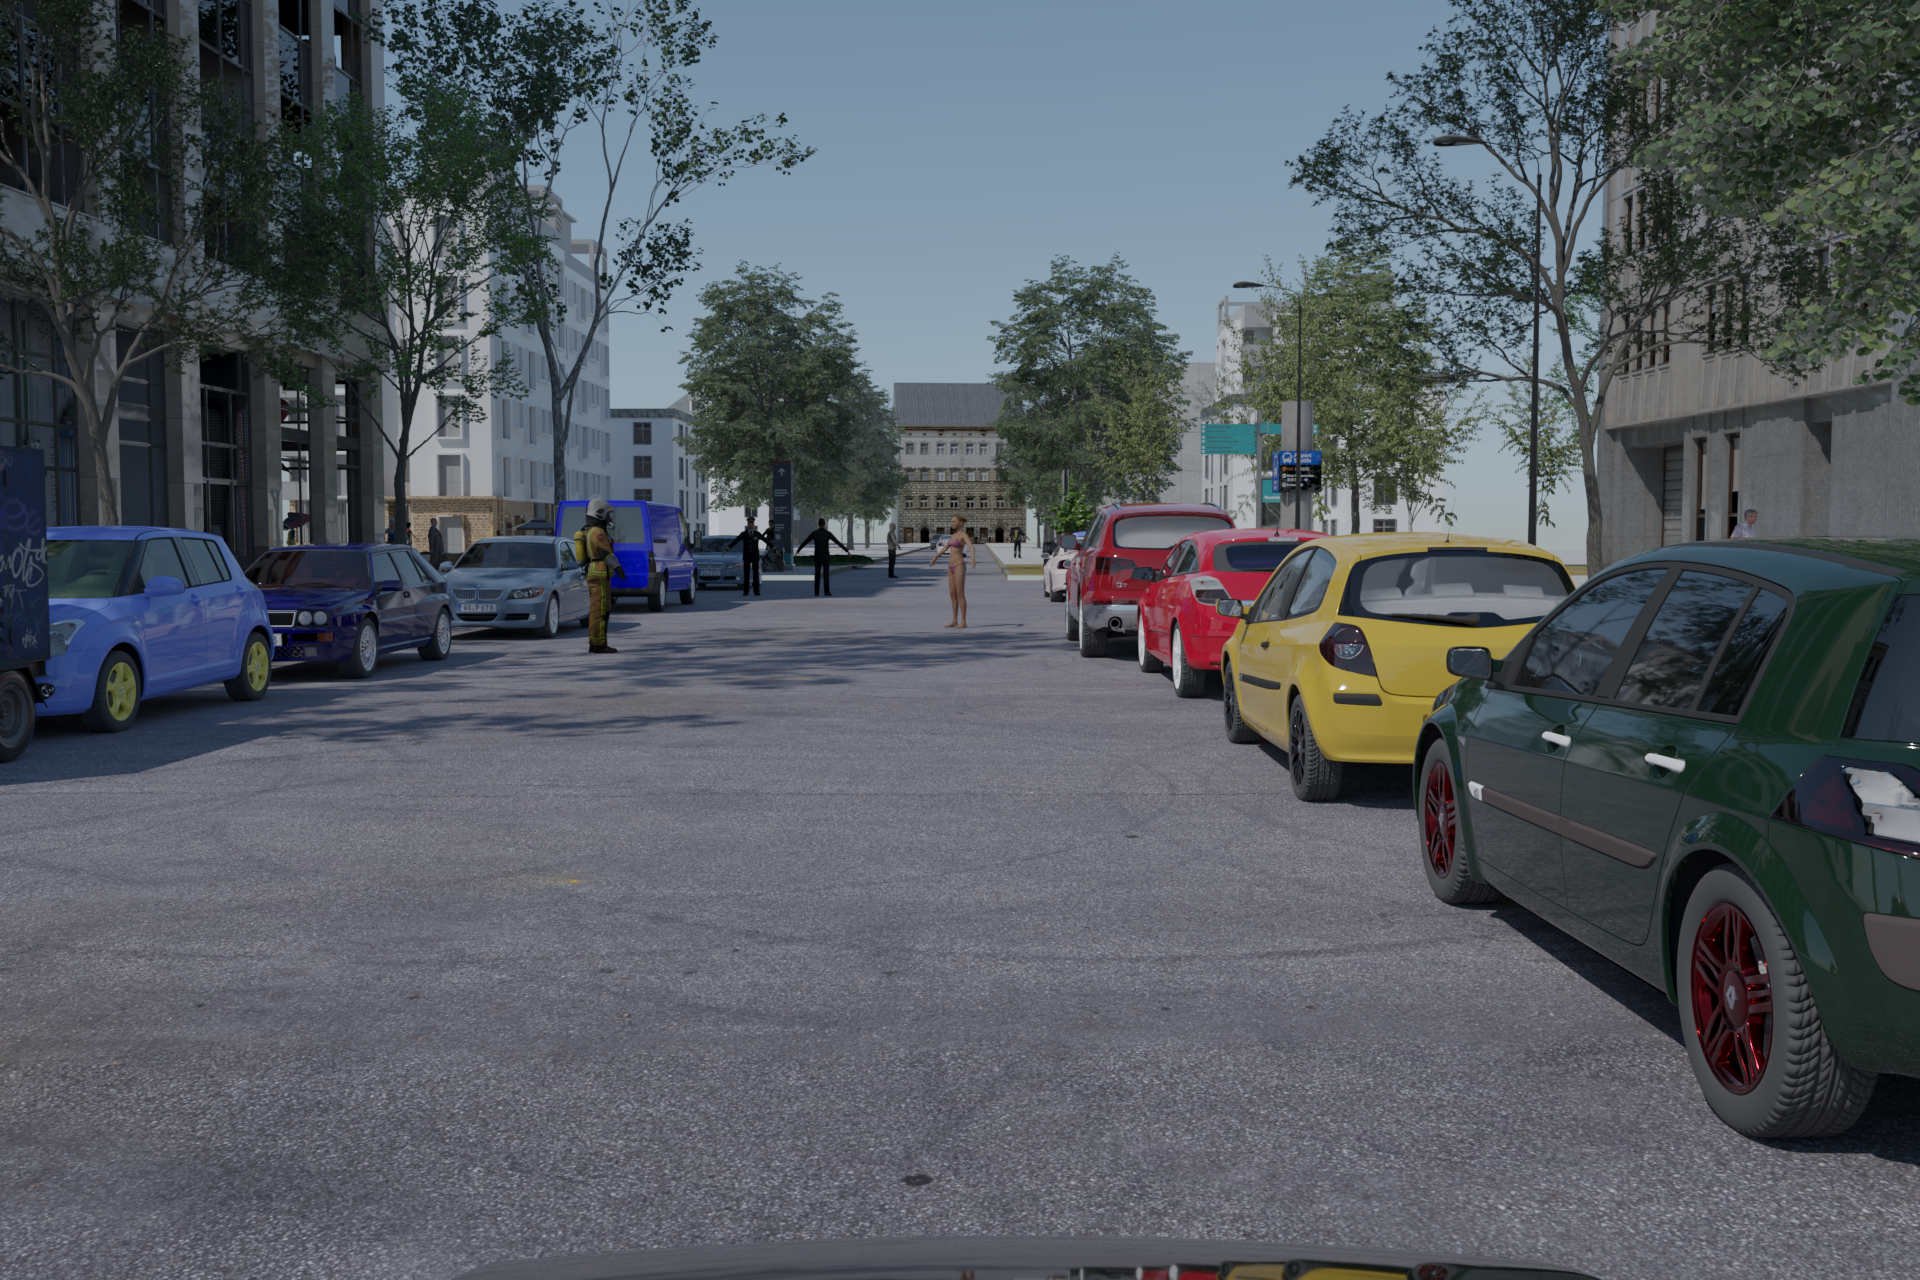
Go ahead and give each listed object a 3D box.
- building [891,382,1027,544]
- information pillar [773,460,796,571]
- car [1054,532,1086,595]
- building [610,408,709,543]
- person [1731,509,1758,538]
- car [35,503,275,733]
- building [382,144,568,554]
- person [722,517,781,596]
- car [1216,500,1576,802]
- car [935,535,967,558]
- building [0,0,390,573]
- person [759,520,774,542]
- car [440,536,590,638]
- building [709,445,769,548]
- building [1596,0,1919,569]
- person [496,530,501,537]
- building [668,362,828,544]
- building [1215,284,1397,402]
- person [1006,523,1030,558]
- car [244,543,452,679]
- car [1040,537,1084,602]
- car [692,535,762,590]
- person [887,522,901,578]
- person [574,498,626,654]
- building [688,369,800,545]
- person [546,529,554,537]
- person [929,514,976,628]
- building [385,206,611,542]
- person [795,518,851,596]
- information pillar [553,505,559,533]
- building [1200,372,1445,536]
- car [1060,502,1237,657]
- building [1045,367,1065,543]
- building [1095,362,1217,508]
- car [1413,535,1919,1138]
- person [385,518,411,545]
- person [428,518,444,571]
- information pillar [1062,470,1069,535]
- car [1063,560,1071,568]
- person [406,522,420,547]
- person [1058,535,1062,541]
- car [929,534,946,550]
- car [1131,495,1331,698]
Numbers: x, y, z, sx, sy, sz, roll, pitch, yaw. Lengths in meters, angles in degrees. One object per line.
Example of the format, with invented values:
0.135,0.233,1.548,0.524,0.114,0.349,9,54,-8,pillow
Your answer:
-0.488,-25.485,250.071,18.063,23.208,19.493,0,4,-5,building
-6.231,-4.389,61.141,0.750,3.857,0.750,0,4,2,information pillar
3.289,-1.997,42.238,1.945,1.707,3.694,0,4,0,car
-23.225,-11.481,129.858,9.099,9.664,28.070,0,4,1,building
13.540,-1.394,29.772,0.756,1.711,0.436,-2,4,-28,person
-6.877,-0.246,13.617,1.945,1.707,3.694,0,4,1,car
-27.108,-13.942,84.371,16.016,20.090,11.380,0,3,0,building
-4.851,-1.948,40.247,1.347,1.837,0.705,-1,4,-9,person
2.665,-0.029,10.695,2.015,1.641,3.980,0,4,1,car
-0.524,-5.771,106.713,2.083,1.381,4.827,0,4,0,car
-30.004,-16.673,38.832,22.709,31.103,35.509,0,4,1,building
-6.843,-3.451,62.608,1.347,1.806,0.705,2,4,30,person
-6.437,-0.814,25.316,2.014,1.417,4.499,0,4,0,car
-21.497,-14.160,173.668,9.099,9.664,28.070,0,4,1,building
26.059,-13.887,44.307,12.078,24.872,19.932,0,4,1,building
-15.872,-3.071,59.471,0.991,1.433,0.599,-3,5,-40,person
-27.056,-23.992,223.190,19.493,23.208,18.063,0,4,0,building
25.593,-17.226,138.058,16.016,20.090,11.380,0,4,1,building
3.063,-5.274,92.013,1.354,1.856,0.705,1,4,18,person
-6.714,-0.354,18.376,1.945,1.354,3.894,0,4,0,car
2.823,-1.559,37.846,2.083,1.381,4.827,0,4,0,car
-6.280,-2.064,45.751,2.014,1.417,4.499,0,4,1,car
-2.187,-2.934,56.558,0.705,1.813,1.348,-1,4,-16,person
-4.318,-0.773,20.859,0.705,1.858,1.354,-2,4,-26,person
-24.369,-20.716,195.119,16.016,20.090,11.380,0,4,0,building
-11.411,-2.357,47.812,0.697,1.427,0.421,0,4,-4,person
-0.102,-1.051,26.438,0.721,1.733,1.217,-2,4,-33,person
-28.129,-14.986,101.440,16.016,20.090,11.380,0,4,0,building
-3.190,-1.923,40.122,1.346,1.802,0.704,1,4,10,person
-10.242,-2.446,44.482,0.304,2.012,0.304,0,4,1,information pillar
20.773,-9.883,103.727,9.099,9.664,28.070,0,4,0,building
2.417,-0.793,21.644,2.281,1.827,5.304,0,4,1,car
24.783,-23.191,223.139,27.936,21.610,32.646,0,4,1,building
23.943,-19.605,187.001,16.747,18.905,31.486,0,4,0,building
2.694,0.262,5.500,2.009,1.686,4.222,0,4,1,car
-19.419,-3.266,59.263,1.347,1.847,0.705,0,4,2,person
-15.185,-2.670,50.253,0.434,1.755,0.990,0,4,3,person
3.874,-4.440,63.910,0.184,3.620,1.656,0,4,1,information pillar
2.713,-0.920,27.396,2.083,1.381,4.827,0,4,-1,car
-24.489,-4.333,76.987,1.345,1.843,0.704,3,5,40,person
5.381,-5.131,90.167,0.705,1.796,1.348,-1,4,-15,person
-1.771,-8.934,155.851,2.009,1.686,4.222,0,4,1,car
2.767,-0.465,16.639,2.155,1.783,4.494,0,4,0,car
